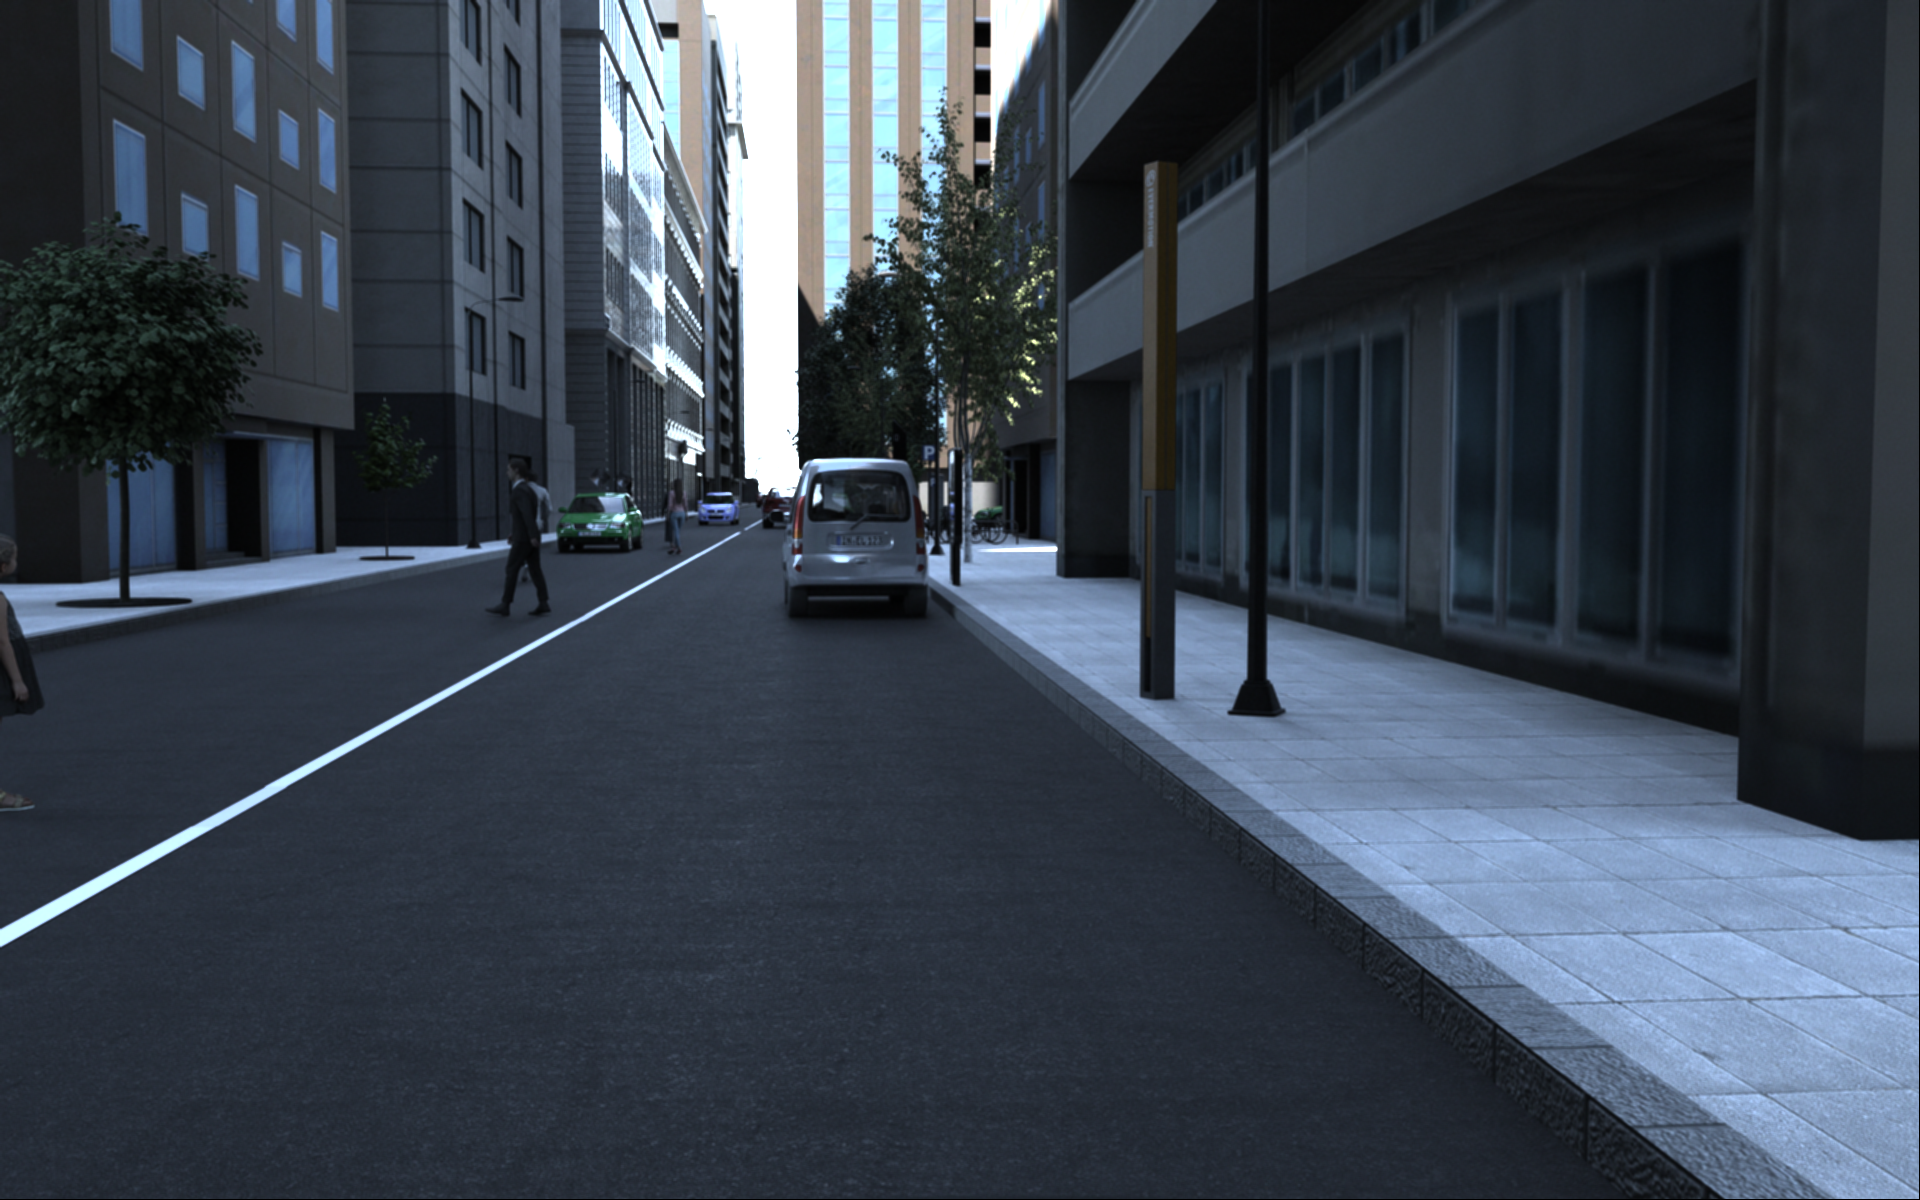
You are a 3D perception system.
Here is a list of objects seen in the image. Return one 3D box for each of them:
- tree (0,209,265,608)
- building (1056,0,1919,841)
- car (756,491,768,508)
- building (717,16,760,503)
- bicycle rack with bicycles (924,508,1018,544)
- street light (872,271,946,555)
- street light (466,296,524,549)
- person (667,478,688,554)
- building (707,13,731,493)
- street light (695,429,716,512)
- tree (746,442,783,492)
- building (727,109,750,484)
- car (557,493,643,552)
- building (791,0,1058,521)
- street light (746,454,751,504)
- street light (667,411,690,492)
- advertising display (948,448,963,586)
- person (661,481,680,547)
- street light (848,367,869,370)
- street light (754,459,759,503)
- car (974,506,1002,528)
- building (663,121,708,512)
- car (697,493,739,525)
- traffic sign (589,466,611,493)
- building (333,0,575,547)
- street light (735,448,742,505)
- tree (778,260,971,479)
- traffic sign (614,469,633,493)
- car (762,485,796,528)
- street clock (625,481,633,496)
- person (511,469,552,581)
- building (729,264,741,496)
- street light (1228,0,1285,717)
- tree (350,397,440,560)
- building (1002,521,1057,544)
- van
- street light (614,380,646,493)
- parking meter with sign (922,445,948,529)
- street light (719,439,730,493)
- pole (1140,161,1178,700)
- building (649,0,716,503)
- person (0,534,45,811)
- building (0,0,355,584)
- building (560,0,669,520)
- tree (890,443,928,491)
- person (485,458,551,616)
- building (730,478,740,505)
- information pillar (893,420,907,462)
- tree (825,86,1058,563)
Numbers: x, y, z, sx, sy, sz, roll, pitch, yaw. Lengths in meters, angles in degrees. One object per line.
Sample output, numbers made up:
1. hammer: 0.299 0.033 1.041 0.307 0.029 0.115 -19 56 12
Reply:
1. tree: -9.801 -2.221 20.033 4.285 4.588 4.351 0 3 0
2. building: 13.035 -24.011 16.284 21.300 48.544 21.600 0 4 -5
3. car: -20.690 -10.809 185.394 2.281 1.827 5.304 0 4 -4
4. building: -41.656 -50.530 264.410 20.563 71.187 20.611 0 4 -5
5. bicycle rack with bicycles: 0.112 -1.914 44.670 2.925 0.926 2.852 -1 4 -21
6. street light: -1.022 -3.903 36.351 1.470 5.913 1.316 0 4 -5
7. street light: -10.939 -4.172 40.748 1.470 5.913 1.316 0 4 -5
8. person: -6.742 -2.013 41.415 0.555 1.821 0.388 -3 5 -43
9. building: -33.724 -33.326 168.579 21.300 48.544 21.600 0 4 -5
10. street light: -18.226 -9.221 123.297 1.470 5.913 1.316 0 4 -5
11. tree: -34.915 -22.484 302.017 8.767 10.594 7.601 0 4 -4
12. building: -43.835 -39.807 240.084 28.713 52.752 27.495 0 4 -5
13. car: -9.106 -2.152 43.986 1.959 1.807 4.718 0 4 -5
14. building: -2.464 -27.488 99.537 14.600 45.320 14.200 0 4 -5
15. street light: -24.788 -13.876 199.406 1.470 5.913 1.316 0 4 -5
16. street light: -15.784 -7.606 96.906 1.470 5.913 1.316 0 4 -5
17. advertising display: -0.070 -1.181 24.516 0.123 1.923 0.974 0 4 -6
18. person: -7.792 -2.324 46.912 0.576 1.772 0.534 -1 4 -19
19. street light: -3.396 -5.550 63.277 1.470 5.913 1.316 0 4 -5
20. street light: -27.370 -15.725 229.642 1.470 5.913 1.316 0 4 -5
21. car: 2.902 -3.703 69.334 4.718 1.807 1.959 0 4 -6
22. building: -27.172 -21.021 120.116 17.030 29.872 44.131 0 4 -5
23. car: -11.274 -4.368 81.013 1.945 1.707 3.694 0 4 -3
24. traffic sign: -12.996 -3.601 62.517 0.795 2.450 0.064 0 4 -5
25. building: -23.301 -37.385 49.504 20.611 71.187 20.563 0 4 -5
26. street light: -22.449 -12.259 172.979 1.470 5.913 1.316 0 4 -5
27. tree: -4.112 -10.262 84.795 9.611 12.733 9.660 0 3 0
28. traffic sign: -13.687 -4.087 70.472 0.795 2.450 0.064 0 4 -5
29. car: -7.382 -4.022 74.435 2.281 1.827 5.304 0 4 -3
30. street clock: -13.680 -4.099 71.582 0.358 2.002 0.471 0 4 -1
31. person: -7.080 -1.241 28.637 0.661 1.843 0.795 -1 4 -17
32. building: -34.171 -26.897 211.469 14.160 30.474 14.107 0 4 -5
33. street light: 1.196 -2.286 9.917 1.470 5.913 1.316 0 4 -5
34. tree: -11.275 -2.394 33.742 1.663 3.219 1.824 0 3 0
35. building: 8.499 -24.436 49.636 14.600 45.320 14.200 0 4 -5
36. van: -1.370 -0.898 21.687 2.013 2.044 4.112 0 4 -7
37. street light: -13.437 -5.980 70.312 1.470 5.913 1.316 0 4 -5
38. parking meter with sign: -0.840 -4.046 62.407 0.543 3.016 1.738 1 4 16
39. street light: -20.217 -10.644 146.569 1.470 5.913 1.316 0 4 -5
40. pole: 1.240 -1.036 10.788 0.158 3.312 0.155 0 3 0
41. building: -28.909 -30.641 151.084 14.600 45.320 14.200 0 4 -5
42. person: -4.386 0.321 7.915 0.373 1.253 0.362 -3 4 -37
43. building: -19.687 -23.206 29.533 14.600 45.320 14.200 0 4 -5
44. building: -20.970 -18.723 83.619 11.434 29.767 29.804 0 4 -5
45. tree: -1.842 -3.936 58.955 1.663 3.219 1.824 0 3 0
46. person: -5.218 -0.744 20.443 0.755 1.850 0.659 0 4 5
47. building: -40.964 -30.558 191.498 32.217 40.220 23.993 0 4 -5
48. information pillar: -1.909 -3.868 54.590 0.504 3.616 0.183 2 4 34
49. tree: 0.394 -5.002 32.152 4.737 8.622 4.395 0 3 0
